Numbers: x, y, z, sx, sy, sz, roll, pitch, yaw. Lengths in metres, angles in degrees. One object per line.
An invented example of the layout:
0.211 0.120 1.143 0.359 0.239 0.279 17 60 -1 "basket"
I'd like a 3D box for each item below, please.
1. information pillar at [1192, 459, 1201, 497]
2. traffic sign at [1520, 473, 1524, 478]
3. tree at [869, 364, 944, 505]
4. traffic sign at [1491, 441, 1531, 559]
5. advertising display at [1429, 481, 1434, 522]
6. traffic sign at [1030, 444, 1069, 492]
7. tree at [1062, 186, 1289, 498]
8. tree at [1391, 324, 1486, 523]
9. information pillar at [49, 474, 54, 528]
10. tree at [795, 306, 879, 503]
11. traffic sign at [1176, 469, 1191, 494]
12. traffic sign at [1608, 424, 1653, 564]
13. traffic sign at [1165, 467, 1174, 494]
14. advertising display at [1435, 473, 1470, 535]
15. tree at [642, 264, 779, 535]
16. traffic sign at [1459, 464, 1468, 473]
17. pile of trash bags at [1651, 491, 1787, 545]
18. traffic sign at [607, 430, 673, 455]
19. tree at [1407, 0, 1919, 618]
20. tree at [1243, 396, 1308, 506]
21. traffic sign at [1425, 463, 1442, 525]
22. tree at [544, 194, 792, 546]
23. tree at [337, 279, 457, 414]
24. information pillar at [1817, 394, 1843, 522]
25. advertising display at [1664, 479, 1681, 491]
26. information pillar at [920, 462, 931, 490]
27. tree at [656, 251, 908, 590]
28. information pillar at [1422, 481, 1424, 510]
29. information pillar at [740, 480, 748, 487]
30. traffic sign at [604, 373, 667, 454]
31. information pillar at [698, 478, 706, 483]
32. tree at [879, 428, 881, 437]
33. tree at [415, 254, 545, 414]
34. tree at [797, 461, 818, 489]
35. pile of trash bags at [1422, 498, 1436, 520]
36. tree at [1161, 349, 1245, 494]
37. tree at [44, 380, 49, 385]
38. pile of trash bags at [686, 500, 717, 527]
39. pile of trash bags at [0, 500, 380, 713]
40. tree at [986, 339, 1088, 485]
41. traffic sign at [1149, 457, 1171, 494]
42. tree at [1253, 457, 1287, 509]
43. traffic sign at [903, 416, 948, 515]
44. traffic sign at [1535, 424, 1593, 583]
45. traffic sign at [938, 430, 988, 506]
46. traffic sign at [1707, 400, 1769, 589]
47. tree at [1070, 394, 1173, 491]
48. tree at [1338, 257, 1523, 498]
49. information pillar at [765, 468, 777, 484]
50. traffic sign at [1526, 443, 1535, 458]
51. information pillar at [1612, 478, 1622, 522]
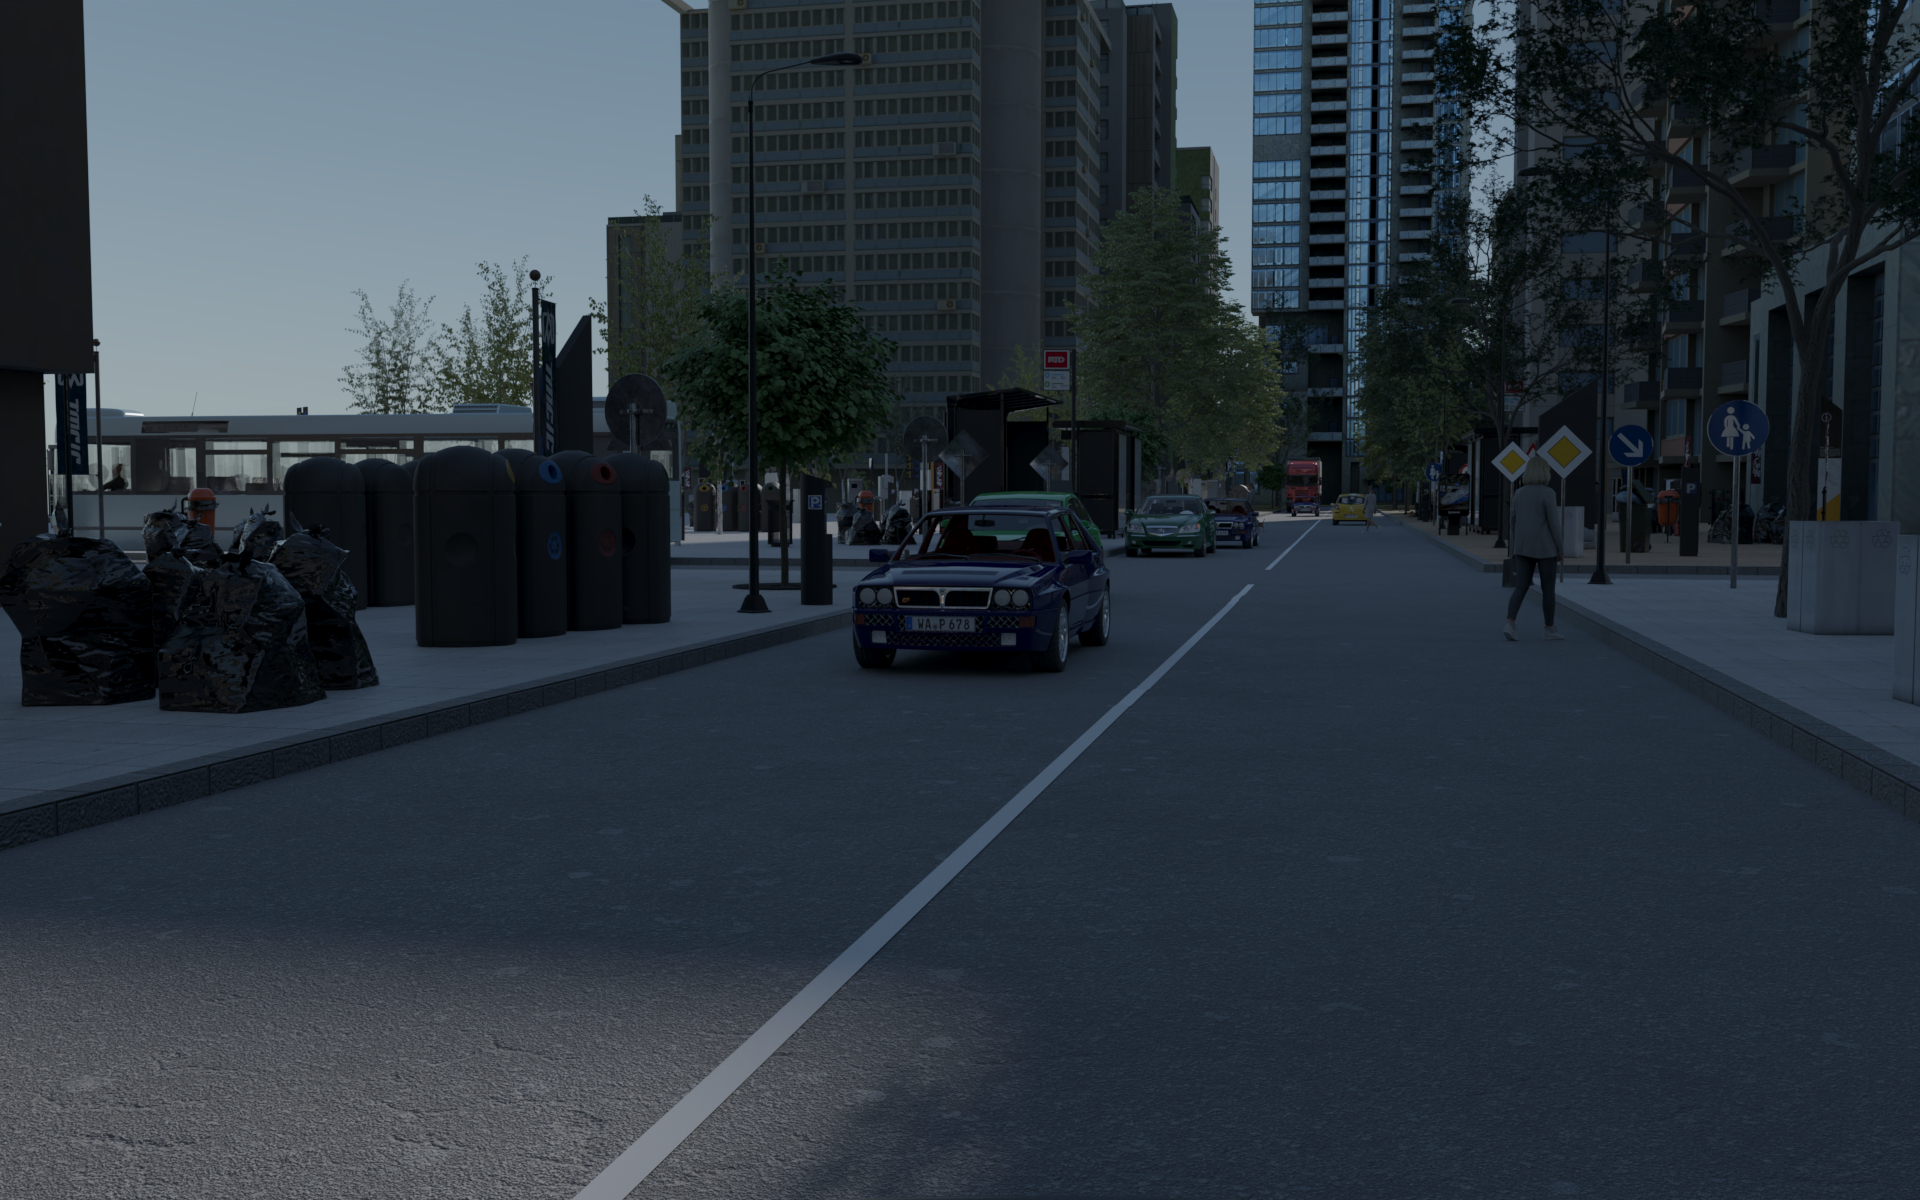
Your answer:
12.842 -6.270 93.863 0.504 3.616 0.183 0 4 -3 "information pillar"
20.044 -3.829 62.714 0.768 2.556 0.104 1 4 22 "traffic sign"
-3.336 -9.072 98.692 4.360 8.622 3.978 0 3 0 "tree"
10.461 -1.786 32.844 0.795 2.450 0.064 1 4 13 "traffic sign"
21.817 -4.490 78.619 0.974 1.923 0.123 0 4 2 "advertising display"
1.785 -1.906 34.798 0.795 2.450 0.064 1 4 13 "traffic sign"
7.148 -8.966 64.726 7.486 12.596 7.792 0 3 0 "tree"
20.924 -7.659 75.594 4.737 8.622 4.395 0 3 0 "tree"
-33.821 -3.687 64.778 0.304 2.012 0.304 3 4 37 "information pillar"
-6.171 -6.969 64.301 4.737 8.622 4.395 0 3 0 "tree"
11.209 -5.322 87.116 0.768 2.556 0.104 1 4 18 "traffic sign"
12.299 -1.939 31.814 0.768 2.556 0.104 1 4 22 "traffic sign"
8.789 -4.542 74.359 0.768 2.556 0.104 1 4 20 "traffic sign"
15.352 -2.975 53.851 0.974 1.923 0.123 0 4 -3 "advertising display"
-7.839 -6.375 54.590 4.360 8.622 3.978 0 3 0 "tree"
21.399 -4.451 72.881 0.768 2.556 0.104 1 4 19 "traffic sign"
19.896 -2.154 44.963 3.447 1.369 1.912 1 4 20 "pile of trash bags"
-3.956 -1.306 21.353 0.884 2.594 0.081 1 4 15 "traffic sign"
8.454 -5.077 17.419 8.767 10.594 7.601 2 4 27 "tree"
32.981 -15.495 179.090 9.928 11.665 9.643 0 3 0 "tree"
19.356 -4.315 70.651 0.768 2.556 0.104 1 4 13 "traffic sign"
-7.020 -5.635 42.497 4.737 8.622 4.395 0 3 0 "tree"
-19.580 -6.700 59.902 4.360 8.622 3.978 0 3 0 "tree"
20.178 -2.989 40.220 0.504 3.616 0.183 2 4 28 "information pillar"
29.745 -4.089 72.070 0.974 1.923 0.123 -1 4 -11 "advertising display"
-1.175 -4.175 59.624 0.183 3.616 0.504 -3 5 -40 "information pillar"
-2.441 -2.448 23.732 4.285 4.588 4.351 0 3 0 "tree"
26.208 -5.714 97.920 0.304 2.012 0.304 0 4 5 "information pillar"
-11.262 -5.250 90.328 0.304 2.012 0.304 1 4 20 "information pillar"
-3.443 -1.114 18.320 0.768 2.556 0.104 1 4 22 "traffic sign"
-11.805 -4.589 79.523 0.304 2.012 0.304 1 4 14 "information pillar"
-5.825 -7.477 72.603 4.737 8.622 4.395 0 3 0 "tree"
-14.224 -6.292 53.242 4.737 8.622 4.395 0 3 0 "tree"
-8.657 -8.101 82.815 4.360 8.622 3.978 0 3 0 "tree"
24.375 -4.741 87.275 1.912 1.369 3.447 2 4 25 "pile of trash bags"
11.386 -8.158 83.738 4.737 8.622 4.395 0 3 0 "tree"
-24.618 -5.671 43.077 4.737 8.622 4.395 0 3 0 "tree"
-10.264 -3.611 68.790 3.447 1.369 1.912 2 4 30 "pile of trash bags"
-5.526 -0.096 11.317 3.447 1.369 1.912 1 4 17 "pile of trash bags"
2.888 -8.073 82.361 4.737 8.622 4.395 0 3 0 "tree"
6.835 -3.617 59.251 0.768 2.556 0.104 1 4 18 "traffic sign"
27.408 -10.259 151.453 4.285 4.588 4.351 0 3 0 "tree"
-0.571 -1.719 28.208 0.768 2.556 0.104 1 4 17 "traffic sign"
8.717 -1.309 25.051 0.795 2.450 0.064 1 4 13 "traffic sign"
0.041 -1.429 27.005 0.795 2.450 0.064 1 4 13 "traffic sign"
10.514 -1.429 23.466 0.768 2.556 0.104 1 4 21 "traffic sign"
5.245 -4.467 56.742 4.285 4.588 4.351 0 3 0 "tree"
24.774 -11.272 90.953 9.857 13.997 8.962 0 3 0 "tree"
-7.322 -4.644 67.285 0.504 3.616 0.183 0 4 7 "information pillar"
14.596 -2.702 44.174 0.884 2.594 0.081 1 4 19 "traffic sign"
29.698 -4.513 78.272 0.304 2.012 0.304 0 4 -8 "information pillar"
